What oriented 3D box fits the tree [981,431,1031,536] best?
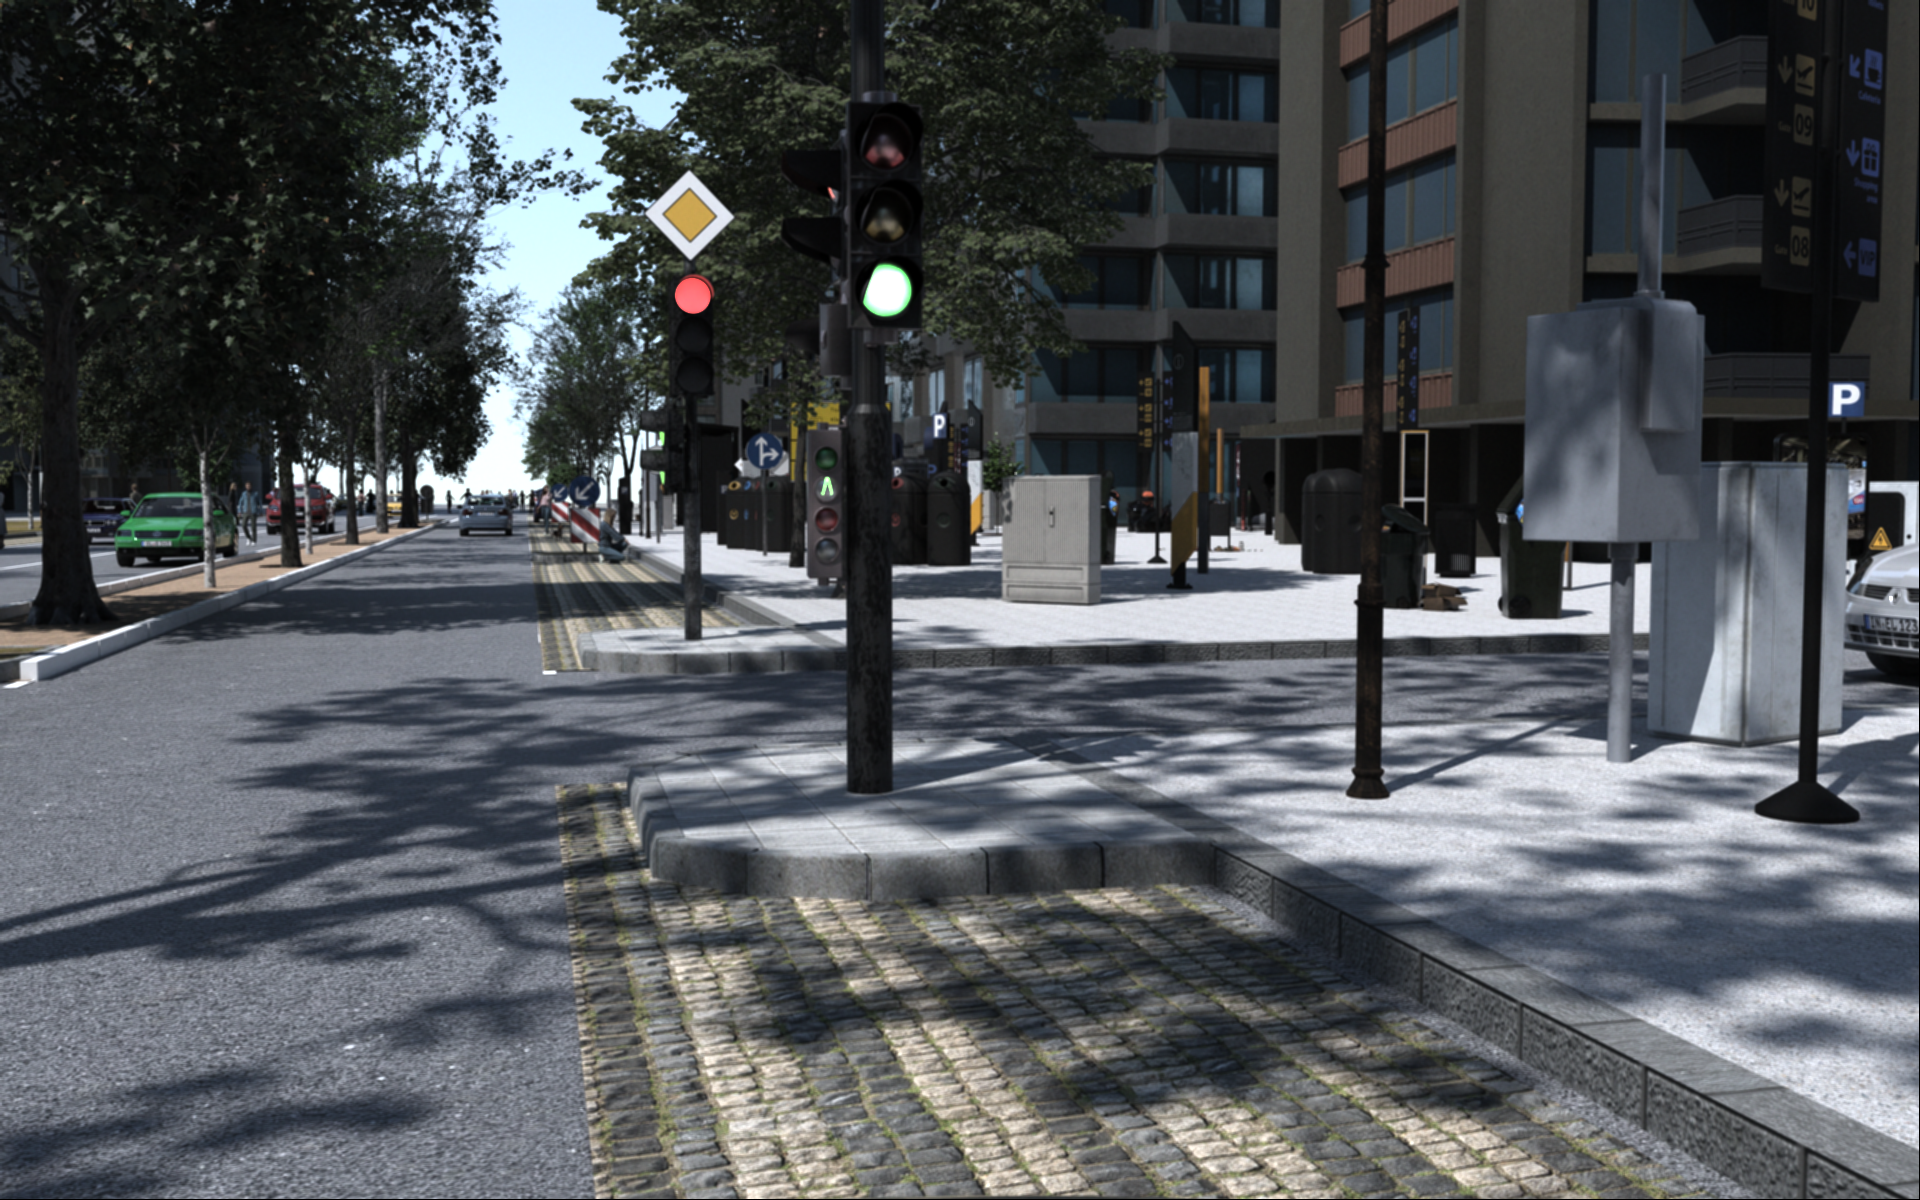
[{"bbox_3d":[1.075,-3.614,53.695,1.663,3.219,1.824,0,3,0],"label":"tree"}]

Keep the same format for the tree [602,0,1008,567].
[{"bbox_3d":[-2.546,-5.861,30.248,7.601,10.594,8.767,-2,4,-25],"label":"tree"}]

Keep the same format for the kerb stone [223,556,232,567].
[{"bbox_3d":[-14.530,-0.727,34.087,0.120,0.150,1.000,-1,4,-14],"label":"kerb stone"}]

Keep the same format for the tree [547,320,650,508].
[{"bbox_3d":[-14.983,-7.472,72.522,4.360,8.622,3.978,0,3,0],"label":"tree"}]

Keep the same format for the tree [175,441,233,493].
[{"bbox_3d":[-41.876,-6.872,96.070,4.285,4.588,4.351,0,3,0],"label":"tree"}]

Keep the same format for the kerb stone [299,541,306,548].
[{"bbox_3d":[-17.785,-1.518,47.016,0.120,0.150,1.000,-1,4,-14],"label":"kerb stone"}]

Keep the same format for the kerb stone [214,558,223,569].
[{"bbox_3d":[-14.276,-0.667,33.095,0.120,0.150,1.000,-1,4,-14],"label":"kerb stone"}]

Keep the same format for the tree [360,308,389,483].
[{"bbox_3d":[-15.315,-5.360,40.461,4.360,8.622,3.978,0,3,0],"label":"tree"}]

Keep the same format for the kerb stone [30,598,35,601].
[{"bbox_3d":[-11.273,0.064,21.149,0.120,0.150,1.000,-1,4,-14],"label":"kerb stone"}]

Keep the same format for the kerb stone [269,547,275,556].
[{"bbox_3d":[-16.027,-1.090,40.056,0.120,0.150,1.000,-1,4,-14],"label":"kerb stone"}]

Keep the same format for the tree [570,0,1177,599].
[{"bbox_3d":[-0.971,-6.303,21.183,7.486,12.596,7.792,0,3,0],"label":"tree"}]

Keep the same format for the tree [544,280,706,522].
[{"bbox_3d":[-15.236,-9.410,79.612,9.928,11.665,9.643,0,3,0],"label":"tree"}]

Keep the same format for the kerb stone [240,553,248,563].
[{"bbox_3d":[-15.028,-0.849,36.074,0.120,0.150,1.000,-1,4,-14],"label":"kerb stone"}]

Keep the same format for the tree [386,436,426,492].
[{"bbox_3d":[-76.927,-18.539,237.524,7.601,10.594,8.767,-2,4,-32],"label":"tree"}]

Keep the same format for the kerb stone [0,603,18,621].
[{"bbox_3d":[-11.025,0.130,20.152,0.120,0.150,1.000,-1,4,-14],"label":"kerb stone"}]

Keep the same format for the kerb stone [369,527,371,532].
[{"bbox_3d":[-22.281,-2.614,64.929,0.120,0.150,1.000,-1,4,-14],"label":"kerb stone"}]

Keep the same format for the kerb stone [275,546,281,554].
[{"bbox_3d":[-16.274,-1.150,41.048,0.120,0.150,1.000,-1,4,-14],"label":"kerb stone"}]

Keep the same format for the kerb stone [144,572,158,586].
[{"bbox_3d":[-12.770,-0.302,27.129,0.120,0.150,1.000,-1,4,-14],"label":"kerb stone"}]

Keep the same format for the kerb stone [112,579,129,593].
[{"bbox_3d":[-12.280,-0.176,25.138,0.120,0.150,1.000,-1,4,-14],"label":"kerb stone"}]

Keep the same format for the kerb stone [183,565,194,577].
[{"bbox_3d":[-13.520,-0.484,30.117,0.120,0.150,1.000,-1,4,-14],"label":"kerb stone"}]

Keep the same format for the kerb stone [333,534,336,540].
[{"bbox_3d":[-19.275,-1.883,52.977,0.120,0.150,1.000,-1,4,-14],"label":"kerb stone"}]

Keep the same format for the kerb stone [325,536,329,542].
[{"bbox_3d":[-18.778,-1.758,50.985,0.120,0.150,1.000,-1,4,-14],"label":"kerb stone"}]

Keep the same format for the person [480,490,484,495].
[{"bbox_3d":[-47.505,-10.038,172.556,0.705,1.831,1.348,2,4,29],"label":"person"}]

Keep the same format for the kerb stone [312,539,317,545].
[{"bbox_3d":[-18.028,-1.579,48.012,0.120,0.150,1.000,-1,4,-14],"label":"kerb stone"}]

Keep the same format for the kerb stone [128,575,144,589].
[{"bbox_3d":[-12.526,-0.241,26.134,0.120,0.150,1.000,-1,4,-14],"label":"kerb stone"}]

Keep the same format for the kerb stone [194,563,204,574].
[{"bbox_3d":[-13.780,-0.545,31.109,0.120,0.150,1.000,-1,4,-14],"label":"kerb stone"}]

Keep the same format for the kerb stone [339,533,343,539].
[{"bbox_3d":[-19.783,-2.005,54.976,0.120,0.150,1.000,-1,4,-14],"label":"kerb stone"}]

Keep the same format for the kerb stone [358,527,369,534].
[{"bbox_3d":[-22.029,-2.552,63.935,0.120,0.150,1.000,-1,4,-14],"label":"kerb stone"}]

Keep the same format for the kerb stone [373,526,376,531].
[{"bbox_3d":[-22.780,-2.732,66.916,0.120,0.150,1.000,-1,4,-14],"label":"kerb stone"}]

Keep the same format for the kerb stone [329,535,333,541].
[{"bbox_3d":[-19.020,-1.818,51.985,0.120,0.150,1.000,-1,4,-14],"label":"kerb stone"}]

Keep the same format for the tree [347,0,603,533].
[{"bbox_3d":[-19.527,-12.429,61.566,12.611,20.169,13.585,0,3,0],"label":"tree"}]

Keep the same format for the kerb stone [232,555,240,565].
[{"bbox_3d":[-14.778,-0.783,35.084,0.120,0.150,1.000,-1,4,-14],"label":"kerb stone"}]

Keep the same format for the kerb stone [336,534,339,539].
[{"bbox_3d":[-19.537,-1.944,53.978,0.120,0.150,1.000,-1,4,-14],"label":"kerb stone"}]

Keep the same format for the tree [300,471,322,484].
[{"bbox_3d":[-53.719,-9.121,143.723,1.663,3.219,1.824,0,3,0],"label":"tree"}]

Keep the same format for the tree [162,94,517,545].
[{"bbox_3d":[-17.139,-8.291,48.380,12.009,13.543,11.850,0,3,0],"label":"tree"}]

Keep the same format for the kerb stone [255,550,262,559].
[{"bbox_3d":[-15.534,-0.963,38.058,0.120,0.150,1.000,-1,4,-14],"label":"kerb stone"}]

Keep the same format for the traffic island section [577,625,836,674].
[{"bbox_3d":[-2.327,0.429,15.264,2.009,0.180,2.903,-1,4,-14],"label":"traffic island section"}]

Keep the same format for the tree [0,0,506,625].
[{"bbox_3d":[-9.911,-6.076,18.801,9.611,12.733,9.660,0,3,0],"label":"tree"}]

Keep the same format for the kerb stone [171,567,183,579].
[{"bbox_3d":[-13.276,-0.422,29.120,0.120,0.150,1.000,-1,4,-14],"label":"kerb stone"}]

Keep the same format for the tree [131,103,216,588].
[{"bbox_3d":[-11.334,-4.467,25.861,4.360,8.622,3.978,0,3,0],"label":"tree"}]

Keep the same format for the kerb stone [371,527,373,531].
[{"bbox_3d":[-22.528,-2.674,65.921,0.120,0.150,1.000,-1,4,-14],"label":"kerb stone"}]

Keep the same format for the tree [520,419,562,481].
[{"bbox_3d":[-55.429,-19.298,233.652,7.486,12.596,7.792,0,3,0],"label":"tree"}]

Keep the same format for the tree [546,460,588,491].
[{"bbox_3d":[-42.176,-12.224,183.581,4.285,4.588,4.351,0,3,0],"label":"tree"}]

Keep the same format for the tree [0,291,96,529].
[{"bbox_3d":[-33.814,-6.888,62.979,4.737,8.622,4.395,0,3,0],"label":"tree"}]

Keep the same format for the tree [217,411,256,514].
[{"bbox_3d":[-47.148,-9.890,112.066,4.737,8.622,4.395,0,3,0],"label":"tree"}]

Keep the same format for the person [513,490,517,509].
[{"bbox_3d":[-43.470,-9.809,168.742,0.599,1.838,0.709,2,4,25],"label":"person"}]

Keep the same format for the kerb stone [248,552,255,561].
[{"bbox_3d":[-15.277,-0.909,37.069,0.120,0.150,1.000,-1,4,-14],"label":"kerb stone"}]

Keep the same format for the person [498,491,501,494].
[{"bbox_3d":[-58.377,-12.903,219.469,0.705,1.822,1.348,3,5,43],"label":"person"}]

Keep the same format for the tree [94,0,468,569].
[{"bbox_3d":[-13.147,-6.436,33.434,9.928,11.665,9.643,0,3,0],"label":"tree"}]

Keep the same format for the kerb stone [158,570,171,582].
[{"bbox_3d":[-13.028,-0.363,28.127,0.120,0.150,1.000,-1,4,-14],"label":"kerb stone"}]

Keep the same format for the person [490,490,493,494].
[{"bbox_3d":[-51.363,-11.072,189.401,0.599,1.838,0.709,0,4,3],"label":"person"}]

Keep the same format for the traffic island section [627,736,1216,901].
[{"bbox_3d":[-0.380,0.903,7.519,2.009,0.180,2.903,-1,4,-14],"label":"traffic island section"}]

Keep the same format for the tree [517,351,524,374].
[{"bbox_3d":[-23.241,-9.359,72.486,9.611,12.733,9.660,0,3,0],"label":"tree"}]

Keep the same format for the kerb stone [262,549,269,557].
[{"bbox_3d":[-15.779,-1.027,39.052,0.120,0.150,1.000,-1,4,-14],"label":"kerb stone"}]

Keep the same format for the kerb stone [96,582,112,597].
[{"bbox_3d":[-12.027,-0.118,24.131,0.120,0.150,1.000,-1,4,-14],"label":"kerb stone"}]

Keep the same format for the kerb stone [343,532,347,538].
[{"bbox_3d":[-20.024,-2.067,55.985,0.120,0.150,1.000,-1,4,-14],"label":"kerb stone"}]

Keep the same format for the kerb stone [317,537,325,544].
[{"bbox_3d":[-18.521,-1.697,49.996,0.120,0.150,1.000,-1,4,-14],"label":"kerb stone"}]

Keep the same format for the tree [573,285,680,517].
[{"bbox_3d":[-21.251,-11.518,98.683,12.009,13.543,11.850,0,3,0],"label":"tree"}]
